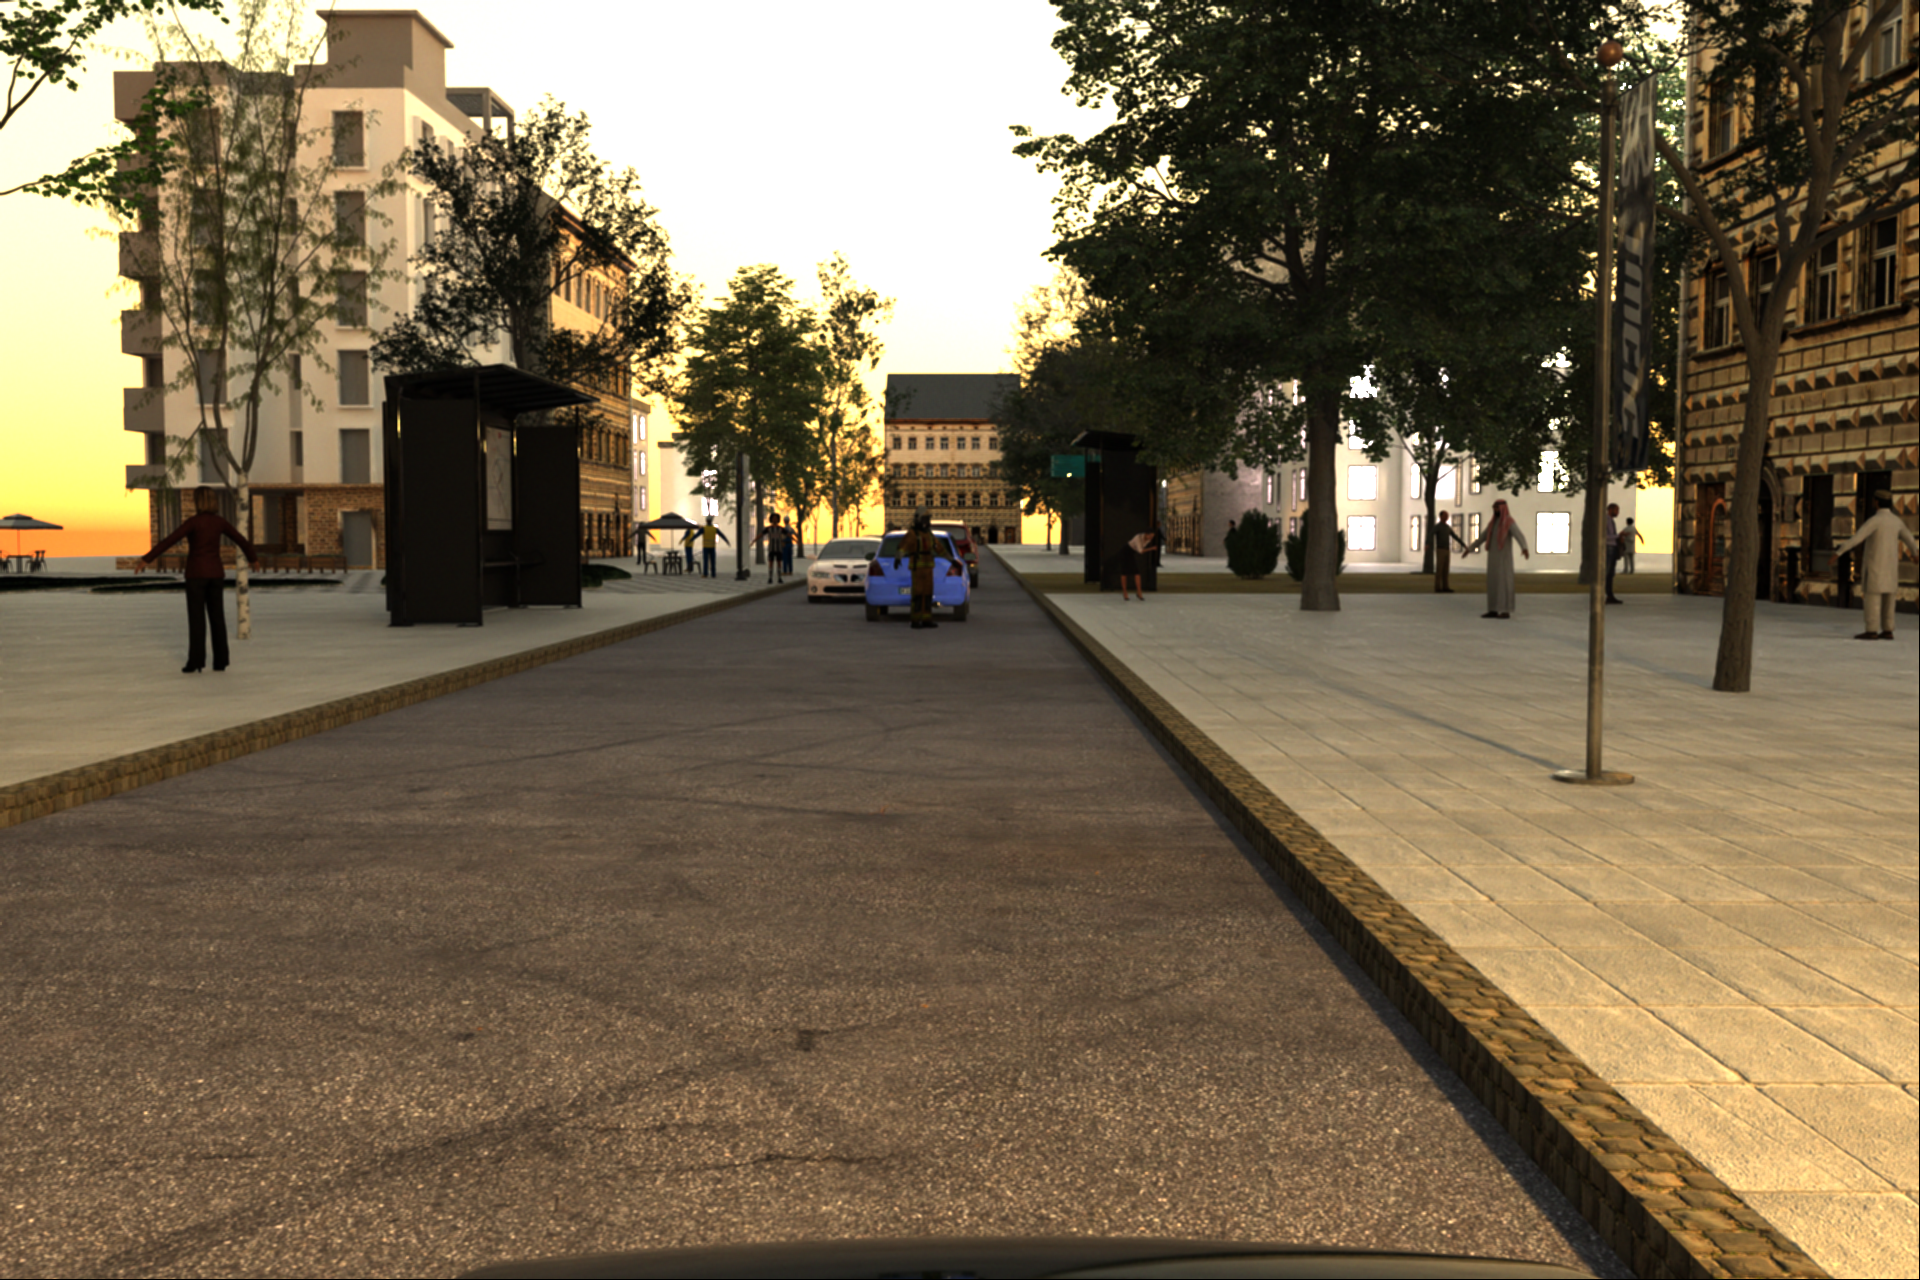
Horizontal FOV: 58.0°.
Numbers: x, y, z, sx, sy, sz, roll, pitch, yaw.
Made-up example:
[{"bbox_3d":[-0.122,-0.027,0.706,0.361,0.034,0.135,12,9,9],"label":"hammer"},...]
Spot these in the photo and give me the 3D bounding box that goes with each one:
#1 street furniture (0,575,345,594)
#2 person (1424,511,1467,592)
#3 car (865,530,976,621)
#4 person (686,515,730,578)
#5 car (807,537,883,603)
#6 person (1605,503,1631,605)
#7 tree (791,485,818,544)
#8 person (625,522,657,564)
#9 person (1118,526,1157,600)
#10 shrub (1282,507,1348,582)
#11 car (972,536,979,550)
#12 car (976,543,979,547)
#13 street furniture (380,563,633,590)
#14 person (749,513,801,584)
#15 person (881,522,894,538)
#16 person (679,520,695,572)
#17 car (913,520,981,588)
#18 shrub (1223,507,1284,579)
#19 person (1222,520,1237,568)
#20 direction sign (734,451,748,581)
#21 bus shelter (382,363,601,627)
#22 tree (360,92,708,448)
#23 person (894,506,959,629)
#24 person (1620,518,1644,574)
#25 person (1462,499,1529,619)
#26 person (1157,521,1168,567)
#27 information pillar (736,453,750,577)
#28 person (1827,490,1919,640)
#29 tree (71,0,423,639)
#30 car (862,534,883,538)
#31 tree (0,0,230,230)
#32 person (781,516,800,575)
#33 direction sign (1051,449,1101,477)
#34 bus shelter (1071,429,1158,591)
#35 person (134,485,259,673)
[{"bbox_3d":[-30.043,-2.340,43.290,27.439,1.986,14.083,2,4,25],"label":"street furniture"},{"bbox_3d":[10.644,-1.946,38.090,1.348,1.796,0.705,-2,4,-32],"label":"person"},{"bbox_3d":[-0.692,-1.234,29.775,1.945,1.707,3.694,0,4,1],"label":"car"},{"bbox_3d":[-7.359,-2.739,50.752,1.349,1.833,0.705,-2,4,-25],"label":"person"},{"bbox_3d":[-2.249,-1.552,37.738,2.083,1.381,4.827,0,4,0],"label":"car"},{"bbox_3d":[11.937,-1.566,31.518,0.599,1.838,0.709,3,5,40],"label":"person"},{"bbox_3d":[-20.853,-17.415,235.102,4.737,8.622,4.395,0,3,0],"label":"tree"},{"bbox_3d":[-13.518,-4.119,73.478,1.348,1.813,0.705,-1,4,-22],"label":"person"},{"bbox_3d":[3.448,-1.482,33.469,0.799,1.438,0.628,1,4,13],"label":"person"},{"bbox_3d":[8.830,-2.370,43.170,1.690,2.028,1.600,0,3,0],"label":"shrub"},{"bbox_3d":[0.310,-6.222,114.314,1.945,1.354,3.894,0,4,0],"label":"car"},{"bbox_3d":[-0.314,-3.355,66.657,2.131,1.459,4.920,0,4,-1],"label":"car"},{"bbox_3d":[-11.359,-1.769,44.548,5.734,0.657,10.072,0,4,-2],"label":"street furniture"},{"bbox_3d":[-4.795,-2.372,44.928,1.345,1.843,0.704,-1,4,-10],"label":"person"},{"bbox_3d":[-2.183,-2.844,55.092,1.348,1.813,0.705,3,4,39],"label":"person"},{"bbox_3d":[-9.271,-3.201,58.806,0.721,1.772,1.216,1,4,12],"label":"person"},{"bbox_3d":[-0.539,-2.395,47.832,2.281,1.827,5.304,0,4,-1],"label":"car"},{"bbox_3d":[8.335,-2.764,49.229,1.661,2.075,1.752,0,3,0],"label":"shrub"},{"bbox_3d":[10.312,-3.652,65.889,0.705,1.806,1.347,-1,4,-11],"label":"person"},{"bbox_3d":[-6.064,-3.416,47.853,0.379,3.537,0.876,0,4,1],"label":"direction sign"},{"bbox_3d":[-7.117,-2.185,27.012,1.731,3.624,6.357,0,4,1],"label":"bus shelter"},{"bbox_3d":[-8.650,-6.204,35.854,8.767,10.594,7.601,2,4,32],"label":"tree"},{"bbox_3d":[-0.559,-1.110,26.373,0.705,1.858,1.354,3,5,43],"label":"person"},{"bbox_3d":[21.557,-3.037,55.842,1.347,1.806,0.705,-1,4,-19],"label":"person"},{"bbox_3d":[8.209,-1.239,26.411,0.704,1.811,1.347,-2,4,-27],"label":"person"},{"bbox_3d":[7.769,-3.766,67.793,0.704,1.802,1.346,-1,4,-16],"label":"person"},{"bbox_3d":[-6.414,-3.663,51.207,0.184,3.620,1.656,0,4,1],"label":"information pillar"},{"bbox_3d":[11.181,-0.917,21.085,1.344,1.819,0.704,-1,4,-17],"label":"person"},{"bbox_3d":[-8.799,-4.305,20.748,4.360,8.622,3.978,0,3,0],"label":"tree"},{"bbox_3d":[-2.713,-2.927,58.075,2.015,1.641,3.980,0,4,0],"label":"car"},{"bbox_3d":[-9.109,-5.390,13.890,9.928,11.665,9.643,0,3,0],"label":"tree"},{"bbox_3d":[-5.394,-2.934,53.833,0.705,1.847,1.347,3,5,39],"label":"person"},{"bbox_3d":[3.988,-3.851,51.727,2.525,3.948,1.411,0,4,1],"label":"direction sign"},{"bbox_3d":[3.697,-3.094,41.876,1.731,3.624,6.357,0,4,1],"label":"bus shelter"},{"bbox_3d":[-7.076,-0.571,16.145,0.721,1.729,1.215,3,4,36],"label":"person"}]
